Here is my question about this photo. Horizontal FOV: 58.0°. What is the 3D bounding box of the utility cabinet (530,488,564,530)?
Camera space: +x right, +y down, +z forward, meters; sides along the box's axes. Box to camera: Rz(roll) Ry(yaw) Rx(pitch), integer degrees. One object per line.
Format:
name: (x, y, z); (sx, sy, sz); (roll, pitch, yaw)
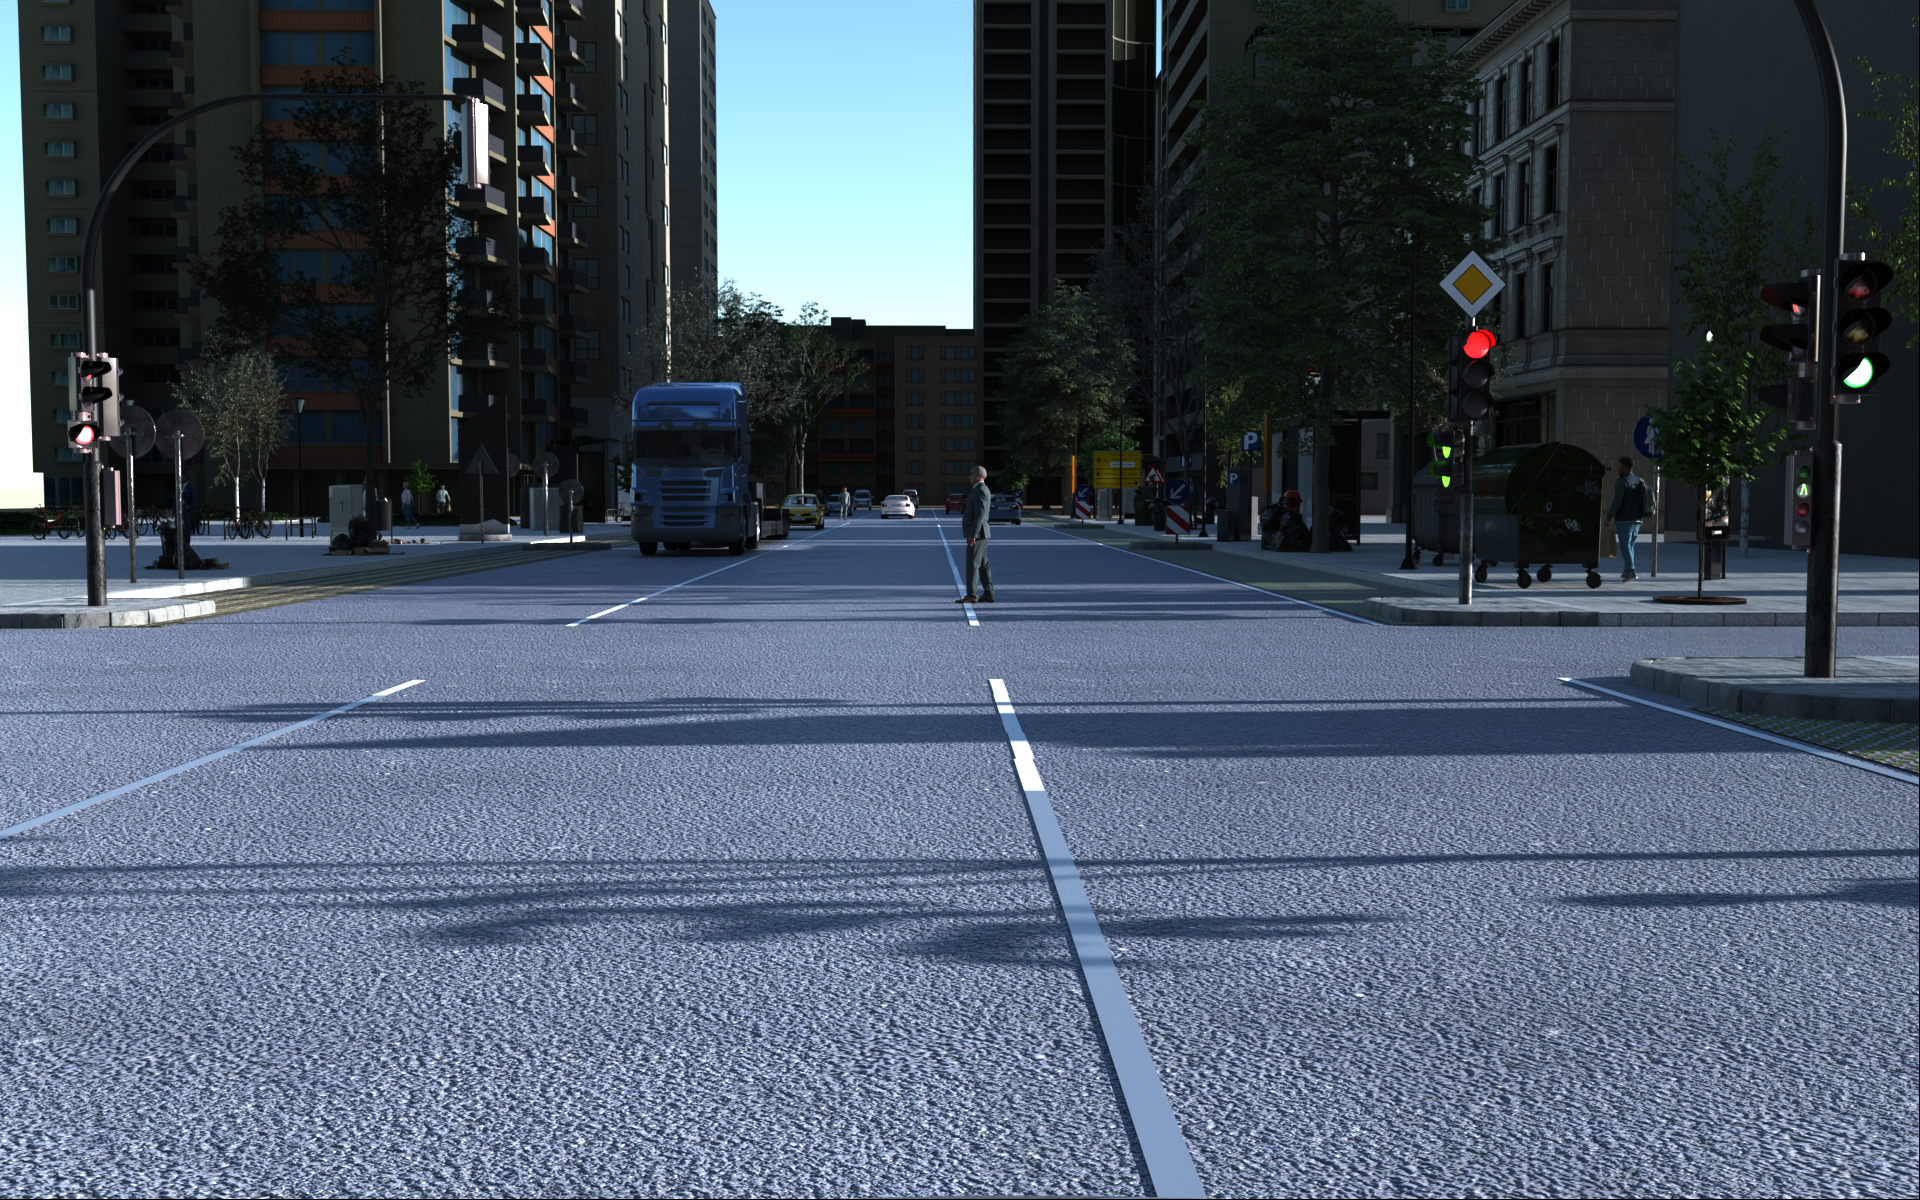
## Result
utility cabinet: (-14.520, -3.196, 60.927); (1.173, 1.500, 0.318); (-3, 5, -43)

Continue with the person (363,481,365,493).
person: (-21.639, -3.468, 63.147); (0.661, 1.777, 0.834); (2, 4, 27)

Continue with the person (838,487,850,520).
person: (-6.356, -5.279, 94.907); (0.635, 1.810, 0.391); (-1, 4, -13)

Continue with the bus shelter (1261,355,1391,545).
bus shelter: (9.652, -4.283, 47.651); (2.179, 5.291, 8.768); (0, 4, -1)

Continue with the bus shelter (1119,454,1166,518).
bus shelter: (9.287, -5.855, 89.654); (2.014, 3.302, 5.546); (0, 4, -1)

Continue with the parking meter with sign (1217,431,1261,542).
parking meter with sign: (7.561, -3.112, 47.142); (0.543, 3.016, 1.738); (2, 4, 34)

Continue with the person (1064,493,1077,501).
person: (6.404, -5.503, 96.704); (1.217, 1.739, 0.721); (-1, 4, -12)

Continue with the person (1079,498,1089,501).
person: (7.508, -6.192, 107.303); (1.348, 1.822, 0.705); (-2, 4, -34)

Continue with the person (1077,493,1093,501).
person: (7.986, -6.331, 109.539); (1.348, 1.826, 0.705); (-2, 4, -33)

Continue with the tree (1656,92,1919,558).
tree: (15.902, -5.146, 34.496); (4.737, 8.622, 4.395); (0, 3, 0)

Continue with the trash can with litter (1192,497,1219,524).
trash can with litter: (10.372, -3.785, 73.267); (1.055, 1.170, 0.624); (-2, 4, -24)

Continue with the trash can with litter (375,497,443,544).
trash can with litter: (-14.488, -2.044, 44.484); (2.233, 1.210, 1.678); (0, 4, -3)

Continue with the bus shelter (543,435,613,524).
bus shelter: (-15.854, -4.949, 72.197); (1.731, 3.624, 6.357); (0, 4, -1)

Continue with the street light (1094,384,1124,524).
street light: (6.270, -6.161, 73.274); (1.470, 5.913, 1.316); (0, 4, -1)

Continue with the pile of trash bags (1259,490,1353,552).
pile of trash bags: (7.861, -1.848, 39.975); (1.912, 1.369, 3.447); (0, 4, 1)

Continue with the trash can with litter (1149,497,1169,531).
trash can with litter: (7.102, -2.980, 60.109); (1.055, 1.170, 0.624); (-3, 4, -38)

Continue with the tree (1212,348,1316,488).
tree: (15.032, -7.966, 80.601); (4.737, 8.622, 4.395); (0, 3, 0)

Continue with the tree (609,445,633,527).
tree: (-13.116, -4.529, 68.653); (1.663, 3.219, 1.824); (0, 3, 0)

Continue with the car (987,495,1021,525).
car: (1.904, -4.263, 81.702); (2.014, 1.417, 4.499); (0, 4, -2)

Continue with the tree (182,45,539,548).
tree: (-12.957, -6.281, 37.112); (8.767, 10.594, 7.601); (1, 4, 18)

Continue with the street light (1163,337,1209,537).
street light: (6.699, -4.818, 51.315); (1.470, 5.913, 1.316); (0, 4, -1)

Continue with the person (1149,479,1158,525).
person: (7.804, -4.017, 71.076); (0.474, 1.900, 0.648); (-3, 4, -38)

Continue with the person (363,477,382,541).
person: (-16.156, -2.510, 47.427); (0.624, 1.780, 0.694); (2, 4, 29)

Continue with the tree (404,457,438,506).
tree: (-27.856, -5.778, 89.079); (1.663, 3.219, 1.824); (0, 3, 0)

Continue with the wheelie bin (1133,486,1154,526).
wheelie bin: (7.389, -3.801, 70.048); (0.980, 1.594, 0.693); (-3, 5, -43)

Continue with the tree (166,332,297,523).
tree: (-31.606, -7.618, 74.910); (4.360, 8.622, 3.978); (0, 3, 0)

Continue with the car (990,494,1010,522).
car: (1.650, -4.852, 89.546); (2.015, 1.641, 3.980); (0, 4, -3)

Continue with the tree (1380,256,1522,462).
tree: (14.594, -6.231, 52.246); (4.360, 8.622, 3.978); (0, 3, 0)

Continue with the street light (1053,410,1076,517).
street light: (5.796, -7.504, 95.233); (1.470, 5.913, 1.316); (0, 4, -1)

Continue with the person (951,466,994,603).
person: (0.155, -0.867, 22.846); (0.590, 1.801, 0.661); (0, 4, 5)

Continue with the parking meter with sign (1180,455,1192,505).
parking meter with sign: (10.268, -5.034, 78.571); (0.543, 3.016, 1.738); (1, 4, 8)

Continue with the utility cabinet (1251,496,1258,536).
utility cabinet: (8.736, -2.559, 53.006); (0.306, 1.237, 1.020); (-1, 4, -21)

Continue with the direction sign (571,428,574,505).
direction sign: (-13.460, -4.167, 60.120); (0.379, 3.537, 0.876); (-1, 4, -12)

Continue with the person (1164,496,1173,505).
person: (12.128, -5.718, 99.550); (0.705, 1.821, 1.348); (-2, 4, -32)

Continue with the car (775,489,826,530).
car: (-6.408, -3.653, 69.943); (2.015, 1.641, 3.980); (0, 4, -1)

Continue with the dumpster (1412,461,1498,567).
dumpster: (8.933, -1.557, 31.214); (1.264, 1.857, 1.865); (0, 4, -1)

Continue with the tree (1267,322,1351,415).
tree: (14.378, -7.456, 72.274); (4.360, 8.622, 3.978); (0, 3, 0)

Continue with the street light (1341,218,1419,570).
street light: (7.111, -3.475, 29.354); (1.470, 5.913, 1.316); (0, 4, -1)

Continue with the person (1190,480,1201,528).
person: (8.562, -3.542, 64.134); (0.661, 1.801, 0.590); (2, 4, 25)

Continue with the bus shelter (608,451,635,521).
bus shelter: (-15.514, -5.504, 83.907); (2.014, 3.302, 5.546); (0, 4, -1)

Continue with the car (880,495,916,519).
car: (-3.616, -5.408, 100.777); (2.083, 1.381, 4.827); (0, 4, 0)

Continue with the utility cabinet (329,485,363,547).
utility cabinet: (-14.341, -1.943, 40.442); (0.318, 1.500, 1.173); (-3, 5, -44)

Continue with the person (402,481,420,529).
person: (-20.105, -3.470, 63.445); (0.598, 1.740, 0.731); (0, 4, -4)

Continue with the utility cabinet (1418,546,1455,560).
utility cabinet: (9.407, -1.410, 34.208); (0.306, 1.237, 1.020); (-1, 4, -14)

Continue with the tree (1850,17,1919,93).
tree: (15.376, -4.639, 26.212); (4.737, 8.622, 4.395); (0, 3, 0)

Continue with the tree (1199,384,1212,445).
tree: (14.080, -8.503, 89.388); (4.737, 8.622, 4.395); (0, 3, 0)

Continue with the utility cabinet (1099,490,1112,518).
utility cabinet: (7.743, -5.106, 92.166); (0.318, 1.500, 1.173); (-1, 4, -17)

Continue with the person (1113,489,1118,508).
person: (14.016, -9.160, 156.607); (0.742, 1.727, 0.445); (3, 5, 43)

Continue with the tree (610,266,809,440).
tree: (-13.350, -11.170, 93.002); (12.009, 13.543, 11.850); (0, 3, 0)

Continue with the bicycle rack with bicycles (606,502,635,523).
bicycle rack with bicycles: (-14.330, -3.923, 77.521); (2.852, 0.926, 2.925); (2, 4, 35)

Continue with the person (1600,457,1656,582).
person: (9.634, -1.168, 25.120); (0.794, 1.824, 0.713); (-1, 4, -9)

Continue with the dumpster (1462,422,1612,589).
dumpster: (8.055, -1.330, 24.239); (1.502, 2.255, 1.985); (0, 4, -1)

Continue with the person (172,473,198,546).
person: (-18.830, -2.187, 41.985); (0.721, 1.800, 0.419); (1, 4, 12)

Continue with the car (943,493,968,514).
car: (-0.140, -7.078, 124.760); (2.155, 1.783, 4.494); (0, 4, 0)

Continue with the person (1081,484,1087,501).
person: (6.617, -5.292, 92.571); (0.388, 1.821, 0.555); (2, 4, 26)

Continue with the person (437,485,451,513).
person: (-28.081, -5.363, 94.221); (0.782, 1.767, 0.515); (-1, 4, -12)

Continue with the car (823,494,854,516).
car: (-7.919, -6.179, 113.031); (2.014, 1.417, 4.499); (0, 4, -2)
